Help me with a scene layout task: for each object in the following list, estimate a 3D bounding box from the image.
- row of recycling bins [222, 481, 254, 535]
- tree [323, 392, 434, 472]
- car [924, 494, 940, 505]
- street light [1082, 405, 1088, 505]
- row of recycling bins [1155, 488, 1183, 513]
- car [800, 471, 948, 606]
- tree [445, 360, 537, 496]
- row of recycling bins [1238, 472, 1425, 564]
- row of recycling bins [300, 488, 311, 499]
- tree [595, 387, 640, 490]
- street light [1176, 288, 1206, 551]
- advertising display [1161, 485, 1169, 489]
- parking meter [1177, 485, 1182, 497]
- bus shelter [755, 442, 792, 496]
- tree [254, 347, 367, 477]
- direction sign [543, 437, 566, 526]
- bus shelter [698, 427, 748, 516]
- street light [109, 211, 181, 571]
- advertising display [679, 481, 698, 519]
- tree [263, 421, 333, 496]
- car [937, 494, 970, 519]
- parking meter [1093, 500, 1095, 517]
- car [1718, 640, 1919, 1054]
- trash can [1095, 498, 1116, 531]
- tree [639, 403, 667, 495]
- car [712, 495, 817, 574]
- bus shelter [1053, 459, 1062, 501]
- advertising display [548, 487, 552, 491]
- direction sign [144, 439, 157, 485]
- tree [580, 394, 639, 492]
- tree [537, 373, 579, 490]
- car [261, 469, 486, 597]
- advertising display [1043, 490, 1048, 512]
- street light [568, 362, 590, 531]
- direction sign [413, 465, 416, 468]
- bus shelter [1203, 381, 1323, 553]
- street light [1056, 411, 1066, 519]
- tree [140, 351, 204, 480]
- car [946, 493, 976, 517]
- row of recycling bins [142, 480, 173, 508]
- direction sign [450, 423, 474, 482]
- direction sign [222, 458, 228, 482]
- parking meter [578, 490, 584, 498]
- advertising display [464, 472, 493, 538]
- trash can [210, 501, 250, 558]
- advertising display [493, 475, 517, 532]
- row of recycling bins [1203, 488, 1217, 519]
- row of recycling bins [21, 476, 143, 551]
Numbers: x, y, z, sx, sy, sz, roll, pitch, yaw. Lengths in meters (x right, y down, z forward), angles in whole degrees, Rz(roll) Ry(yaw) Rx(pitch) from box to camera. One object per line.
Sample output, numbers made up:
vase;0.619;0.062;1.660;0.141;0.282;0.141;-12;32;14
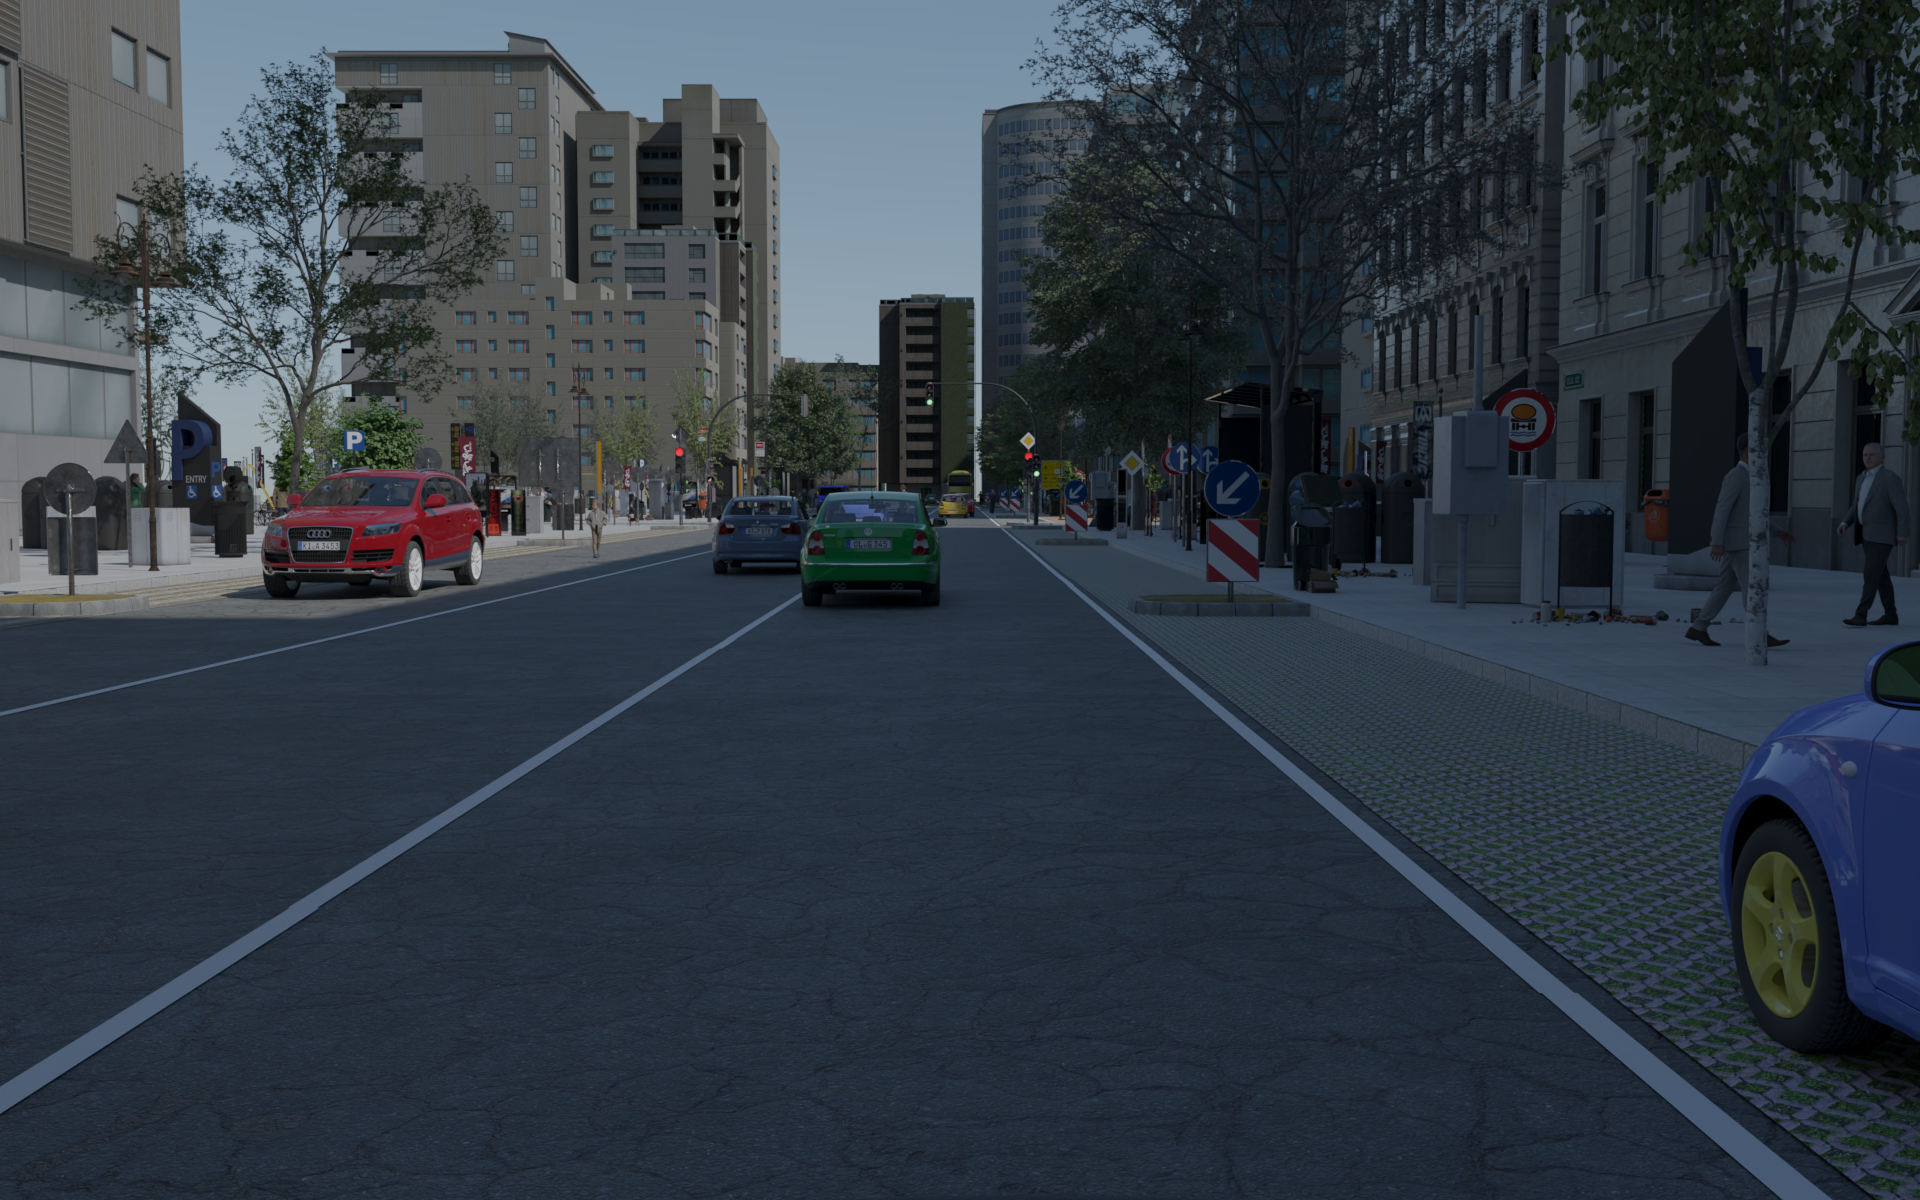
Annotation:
row of recycling bins;-23.510;-2.837;53.506;1.069;1.692;3.534;2;4;31
tree;-18.735;-4.412;55.846;4.285;4.588;4.351;0;3;0
car;-3.581;-12.871;222.245;2.131;1.459;4.920;0;3;0
street light;5.123;-5.965;70.314;0.468;5.910;1.993;0;3;0
row of recycling bins;14.254;-6.657;115.949;3.534;1.692;1.069;-3;5;-43
car;-1.147;-0.903;23.562;1.959;1.807;4.718;0;4;0
tree;-25.833;-8.815;94.492;4.360;8.622;3.978;0;3;0
row of recycling bins;6.956;-1.560;32.625;3.534;1.692;1.069;1;4;23
row of recycling bins;-22.078;-3.295;60.986;1.069;1.692;3.534;2;4;34
tree;-22.222;-10.163;116.523;4.737;8.622;4.395;0;3;0
street light;5.174;-4.049;38.983;0.468;5.910;1.993;0;3;0
advertising display;14.517;-7.196;122.876;0.123;1.923;0.974;-1;4;-20
parking meter;13.997;-6.415;110.588;0.255;1.863;0.399;-1;4;-19
bus shelter;-14.602;-9.639;135.235;2.179;5.291;8.768;0;3;0
tree;-32.144;-8.240;85.089;4.737;8.622;4.395;0;3;0
direction sign;-16.080;-4.695;68.761;0.876;3.537;0.379;-1;4;-22
bus shelter;-14.560;-7.829;105.638;2.179;5.291;8.768;0;3;0
street light;-13.428;-3.418;28.677;0.468;5.910;1.993;0;3;0
advertising display;-13.858;-5.089;88.412;0.974;1.923;0.123;1;4;18
tree;-17.385;-3.085;45.037;1.663;3.219;1.824;0;3;0
car;-0.395;-5.657;102.712;2.015;1.641;3.980;0;4;1
parking meter;6.517;-4.691;82.414;0.255;1.863;0.399;3;5;42
car;2.932;0.381;3.356;1.945;1.707;3.694;0;4;0
trash can;5.055;-2.972;60.253;0.748;1.137;0.748;0;3;0
tree;-24.412;-11.173;133.036;4.360;8.622;3.978;0;3;0
car;-3.607;-1.249;32.432;2.014;1.417;4.499;0;4;-2
bus shelter;7.201;-7.881;120.136;1.731;3.624;6.357;0;3;0
advertising display;-36.579;-9.017;152.641;0.974;1.923;0.123;2;4;26
direction sign;-33.181;-4.840;71.136;0.876;3.537;0.379;3;5;40
tree;-26.112;-10.786;126.711;4.360;8.622;3.978;0;3;0
tree;-25.412;-9.337;103.022;4.360;8.622;3.978;0;3;0
car;-8.587;-1.043;25.723;2.281;1.827;5.304;0;4;0
advertising display;6.020;-7.145;122.026;0.123;1.923;0.974;-1;4;-10
street light;-13.343;-5.384;60.820;0.468;5.910;1.993;0;3;0
direction sign;-42.215;-8.693;134.131;0.379;3.537;0.876;-1;4;-9
bus shelter;6.776;-2.929;39.175;1.731;3.624;6.357;0;3;0
street light;5.245;-7.179;90.161;0.468;5.910;1.993;0;3;0
tree;-39.182;-8.220;84.751;4.360;8.622;3.978;0;3;0
car;-0.015;-6.170;109.925;2.155;1.783;4.494;0;4;-1
row of recycling bins;-24.395;-2.618;49.916;3.534;1.692;1.069;-1;4;-23
direction sign;-15.840;-3.866;55.211;0.876;3.537;0.379;1;4;20
direction sign;-46.172;-7.109;108.229;0.379;3.537;0.876;3;5;42
parking meter;-24.356;-6.294;111.311;0.372;1.533;0.369;0;3;0
advertising display;-14.284;-2.816;51.258;0.974;1.923;0.123;2;4;34
trash can;-14.715;-1.424;34.935;0.748;1.137;0.748;0;3;0
advertising display;-15.626;-3.299;59.155;0.974;1.923;0.123;0;3;0
row of recycling bins;13.338;-4.655;83.223;3.534;1.692;1.069;1;4;17
row of recycling bins;-20.593;-2.025;40.223;3.534;1.692;1.069;2;4;33
